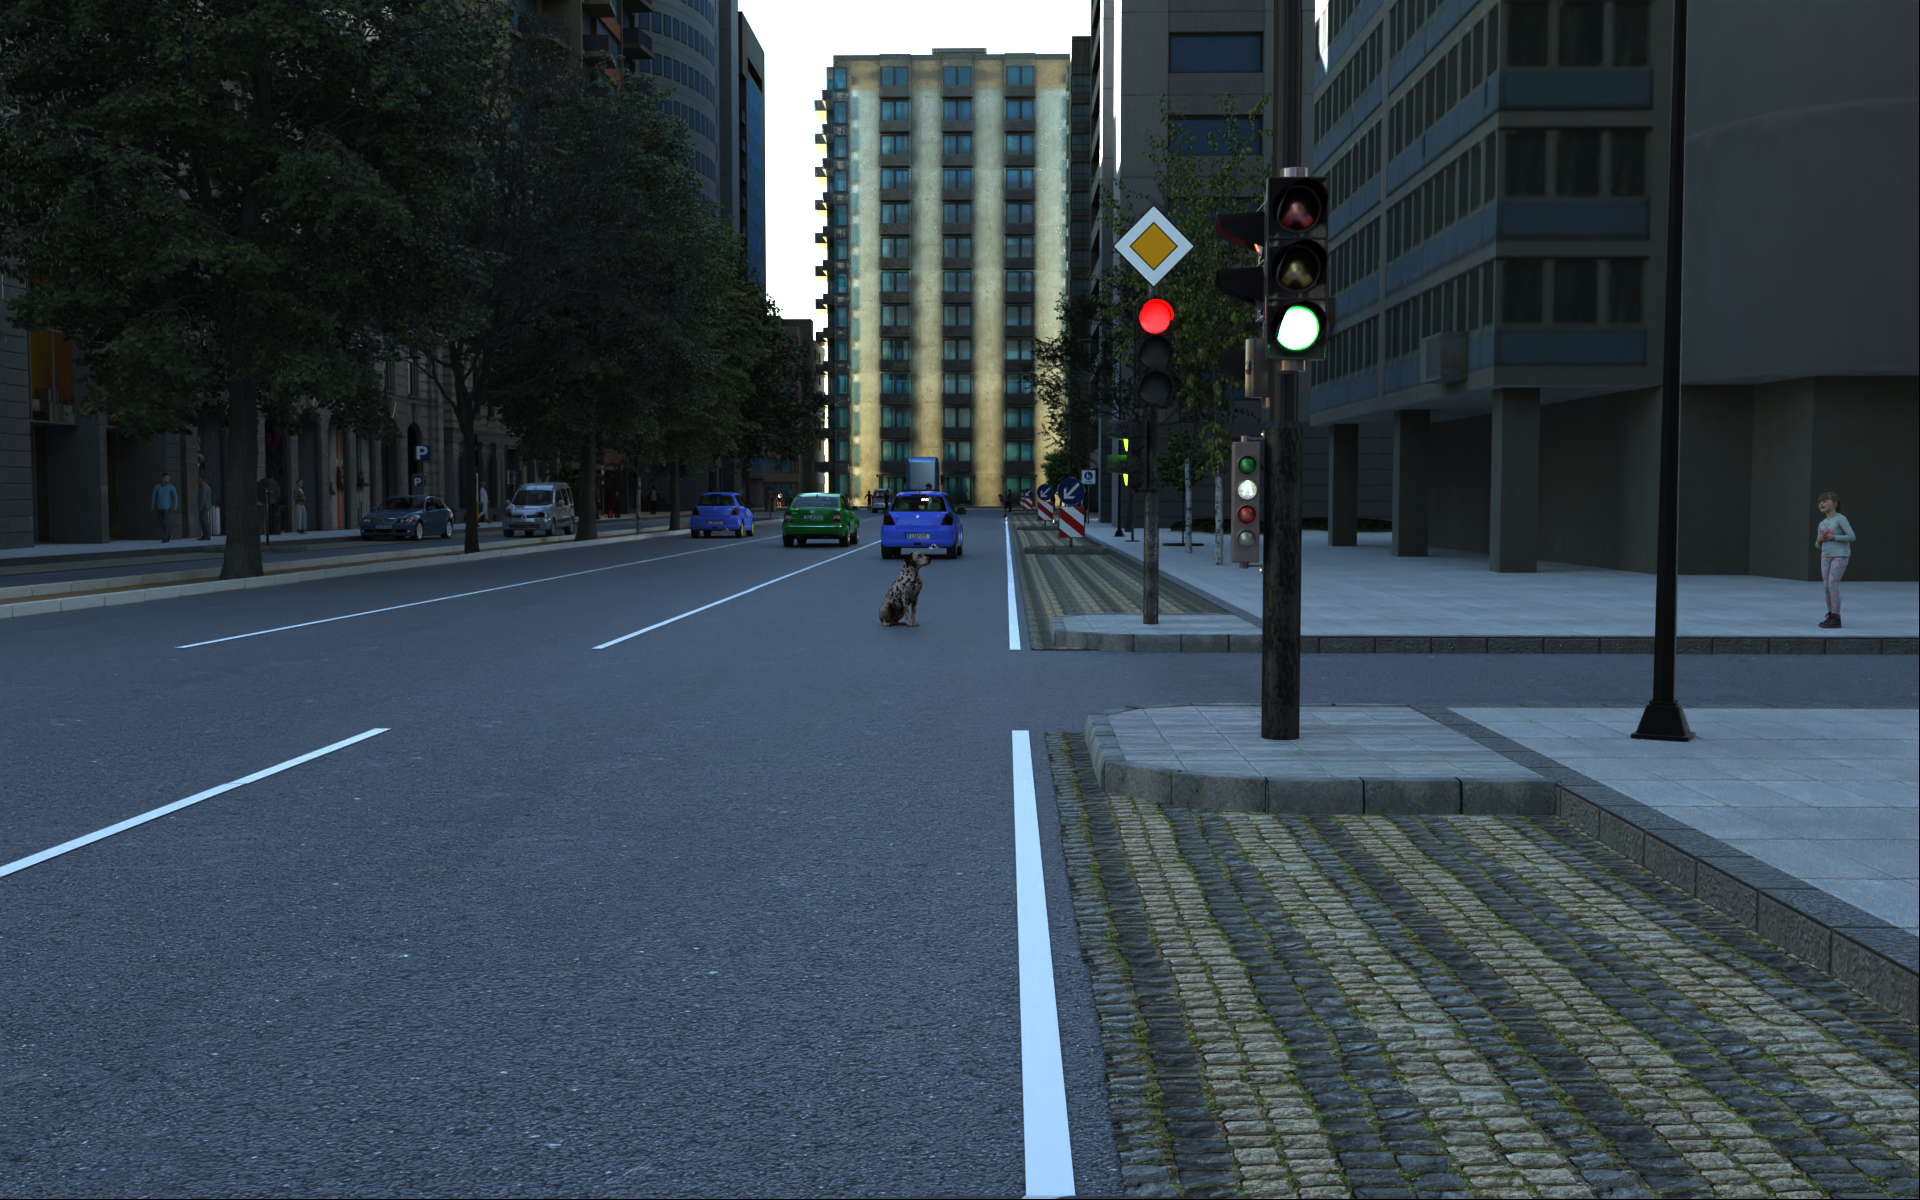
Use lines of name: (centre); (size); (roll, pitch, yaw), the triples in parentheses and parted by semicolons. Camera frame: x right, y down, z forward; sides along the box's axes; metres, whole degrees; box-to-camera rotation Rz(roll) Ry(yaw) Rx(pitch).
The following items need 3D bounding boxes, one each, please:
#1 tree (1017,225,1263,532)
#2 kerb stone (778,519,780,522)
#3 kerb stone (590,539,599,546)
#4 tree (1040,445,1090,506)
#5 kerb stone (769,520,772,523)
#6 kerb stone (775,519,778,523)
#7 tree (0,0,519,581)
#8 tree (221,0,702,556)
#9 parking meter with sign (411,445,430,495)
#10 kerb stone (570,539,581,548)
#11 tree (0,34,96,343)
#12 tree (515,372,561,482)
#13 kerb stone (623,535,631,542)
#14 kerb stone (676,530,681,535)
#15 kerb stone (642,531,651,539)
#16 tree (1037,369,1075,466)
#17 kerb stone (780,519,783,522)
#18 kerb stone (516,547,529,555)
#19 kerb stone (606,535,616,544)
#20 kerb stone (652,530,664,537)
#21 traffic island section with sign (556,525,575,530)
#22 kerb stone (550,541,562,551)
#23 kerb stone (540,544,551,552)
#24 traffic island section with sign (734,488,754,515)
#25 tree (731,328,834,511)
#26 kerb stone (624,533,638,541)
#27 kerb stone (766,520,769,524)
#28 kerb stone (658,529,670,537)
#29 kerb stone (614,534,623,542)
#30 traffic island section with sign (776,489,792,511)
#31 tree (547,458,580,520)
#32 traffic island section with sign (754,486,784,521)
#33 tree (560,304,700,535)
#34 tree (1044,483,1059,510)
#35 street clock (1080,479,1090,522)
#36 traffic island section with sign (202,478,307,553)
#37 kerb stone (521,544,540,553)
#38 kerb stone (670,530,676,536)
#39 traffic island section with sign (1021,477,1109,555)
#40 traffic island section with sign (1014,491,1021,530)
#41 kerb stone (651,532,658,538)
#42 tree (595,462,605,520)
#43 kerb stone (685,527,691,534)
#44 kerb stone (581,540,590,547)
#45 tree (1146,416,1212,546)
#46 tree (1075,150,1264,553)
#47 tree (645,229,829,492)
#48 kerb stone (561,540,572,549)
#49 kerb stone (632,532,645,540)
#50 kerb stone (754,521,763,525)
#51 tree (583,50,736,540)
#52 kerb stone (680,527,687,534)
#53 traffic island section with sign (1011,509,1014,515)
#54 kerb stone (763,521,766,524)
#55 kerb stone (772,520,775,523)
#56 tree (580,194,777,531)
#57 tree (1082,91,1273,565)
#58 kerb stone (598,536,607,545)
tree: (5.863, -7.562, 58.044); (8.767, 10.594, 7.601); (-2, 4, -28)
kerb stone: (-9.292, -3.977, 87.216); (0.120, 0.150, 1.000); (0, 4, 1)
kerb stone: (-10.295, -1.592, 48.226); (0.120, 0.150, 1.000); (0, 4, 1)
tree: (6.684, -7.769, 110.738); (4.285, 4.588, 4.351); (0, 3, 0)
kerb stone: (-9.369, -3.788, 84.134); (0.120, 0.150, 1.000); (0, 4, 1)
kerb stone: (-9.312, -3.914, 86.184); (0.120, 0.150, 1.000); (0, 4, 1)
tree: (-11.830, -7.283, 28.189); (9.857, 13.997, 8.962); (0, 3, 0)
tree: (-11.171, -7.729, 39.202); (12.009, 13.543, 11.850); (0, 3, 0)
parking meter with sign: (-19.083, -3.962, 61.046); (0.543, 3.016, 1.738); (0, 4, -8)
kerb stone: (-10.348, -1.467, 46.183); (0.120, 0.150, 1.000); (0, 4, 1)
tree: (-12.175, -4.076, 19.468); (4.360, 8.622, 3.978); (0, 3, 0)
tree: (-18.647, -7.792, 77.765); (4.360, 8.622, 3.978); (0, 3, 0)
kerb stone: (-10.195, -1.839, 52.325); (0.120, 0.150, 1.000); (0, 4, 1)
kerb stone: (-9.981, -2.345, 60.529); (0.120, 0.150, 1.000); (0, 4, 1)
kerb stone: (-10.119, -2.031, 55.406); (0.120, 0.150, 1.000); (0, 4, 1)
tree: (6.634, -8.903, 95.918); (4.360, 8.622, 3.978); (0, 3, 0)
kerb stone: (-9.260, -4.039, 88.240); (0.120, 0.150, 1.000); (0, 4, 1)
kerb stone: (-10.478, -1.153, 41.051); (0.120, 0.150, 1.000); (0, 4, 1)
kerb stone: (-10.243, -1.716, 50.273); (0.120, 0.150, 1.000); (0, 4, 1)
kerb stone: (-10.065, -2.157, 57.458); (0.120, 0.150, 1.000); (0, 4, 1)
traffic island section with sign: (-16.644, -3.750, 69.947); (1.989, 1.847, 2.006); (0, 4, 1)
kerb stone: (-10.398, -1.342, 44.131); (0.120, 0.150, 1.000); (0, 4, 1)
kerb stone: (-10.431, -1.278, 43.109); (0.120, 0.150, 1.000); (0, 4, 1)
traffic island section with sign: (-15.348, -6.829, 120.285); (1.989, 1.847, 2.006); (0, 4, 1)
tree: (-10.224, -9.016, 84.287); (8.767, 10.594, 7.601); (0, 4, 1)
kerb stone: (-10.169, -1.903, 53.349); (0.120, 0.150, 1.000); (0, 4, 1)
kerb stone: (-9.392, -3.725, 83.106); (0.120, 0.150, 1.000); (0, 4, 1)
kerb stone: (-10.035, -2.219, 58.482); (0.120, 0.150, 1.000); (0, 4, 1)
kerb stone: (-10.224, -1.780, 51.295); (0.120, 0.150, 1.000); (0, 4, 1)
traffic island section with sign: (-14.627, -8.522, 147.963); (1.989, 1.847, 2.006); (0, 4, 1)
tree: (-19.106, -5.495, 84.446); (1.663, 3.219, 1.824); (0, 3, 0)
traffic island section with sign: (-10.202, -5.146, 92.265); (2.006, 1.907, 1.989); (0, 4, 1)
tree: (-10.933, -6.484, 58.826); (4.360, 8.622, 3.978); (0, 3, 0)
tree: (7.458, -8.866, 139.567); (1.663, 3.219, 1.824); (0, 3, 0)
street clock: (5.598, -4.503, 78.186); (0.471, 2.002, 0.358); (1, 4, 21)
traffic island section with sign: (-17.346, -2.093, 42.849); (1.989, 1.847, 2.006); (0, 4, 1)
kerb stone: (-10.458, -1.216, 42.083); (0.120, 0.150, 1.000); (0, 4, 1)
kerb stone: (-10.016, -2.282, 59.504); (0.120, 0.150, 1.000); (0, 4, 1)
traffic island section with sign: (2.547, -2.024, 41.720); (1.989, 1.847, 2.006); (0, 4, 1)
traffic island section with sign: (3.256, -3.672, 68.665); (1.989, 1.847, 2.006); (0, 4, 1)
kerb stone: (-10.091, -2.094, 56.428); (0.120, 0.150, 1.000); (0, 4, 1)
tree: (-18.649, -5.648, 86.949); (1.663, 3.219, 1.824); (0, 3, 0)
kerb stone: (-9.933, -2.470, 62.580); (0.120, 0.150, 1.000); (0, 4, 1)
kerb stone: (-10.320, -1.530, 47.205); (0.120, 0.150, 1.000); (0, 4, 1)
tree: (5.420, -2.961, 43.017); (1.663, 3.219, 1.824); (0, 3, 0)
tree: (5.043, -5.315, 37.255); (4.360, 8.622, 3.978); (0, 3, 0)
tree: (-10.659, -9.482, 74.491); (9.611, 12.733, 9.660); (0, 3, 0)
kerb stone: (-10.374, -1.404, 45.157); (0.120, 0.150, 1.000); (0, 4, 1)
kerb stone: (-10.136, -1.968, 54.377); (0.120, 0.150, 1.000); (0, 4, 1)
kerb stone: (-9.449, -3.599, 81.046); (0.120, 0.150, 1.000); (0, 4, 1)
tree: (-11.061, -8.674, 50.933); (9.857, 13.997, 8.962); (0, 3, 0)
kerb stone: (-9.951, -2.407, 61.551); (0.120, 0.150, 1.000); (0, 4, 1)
traffic island section with sign: (4.543, -6.743, 118.871); (1.989, 1.847, 2.006); (0, 4, 1)
kerb stone: (-9.419, -3.662, 82.068); (0.120, 0.150, 1.000); (0, 4, 1)
kerb stone: (-9.341, -3.851, 85.162); (0.120, 0.150, 1.000); (0, 4, 1)
tree: (-10.745, -8.815, 64.715); (7.486, 12.596, 7.792); (0, 3, 0)
tree: (4.442, -4.933, 31.022); (4.737, 8.622, 4.395); (0, 3, 0)
kerb stone: (-10.271, -1.655, 49.248); (0.120, 0.150, 1.000); (0, 4, 1)
